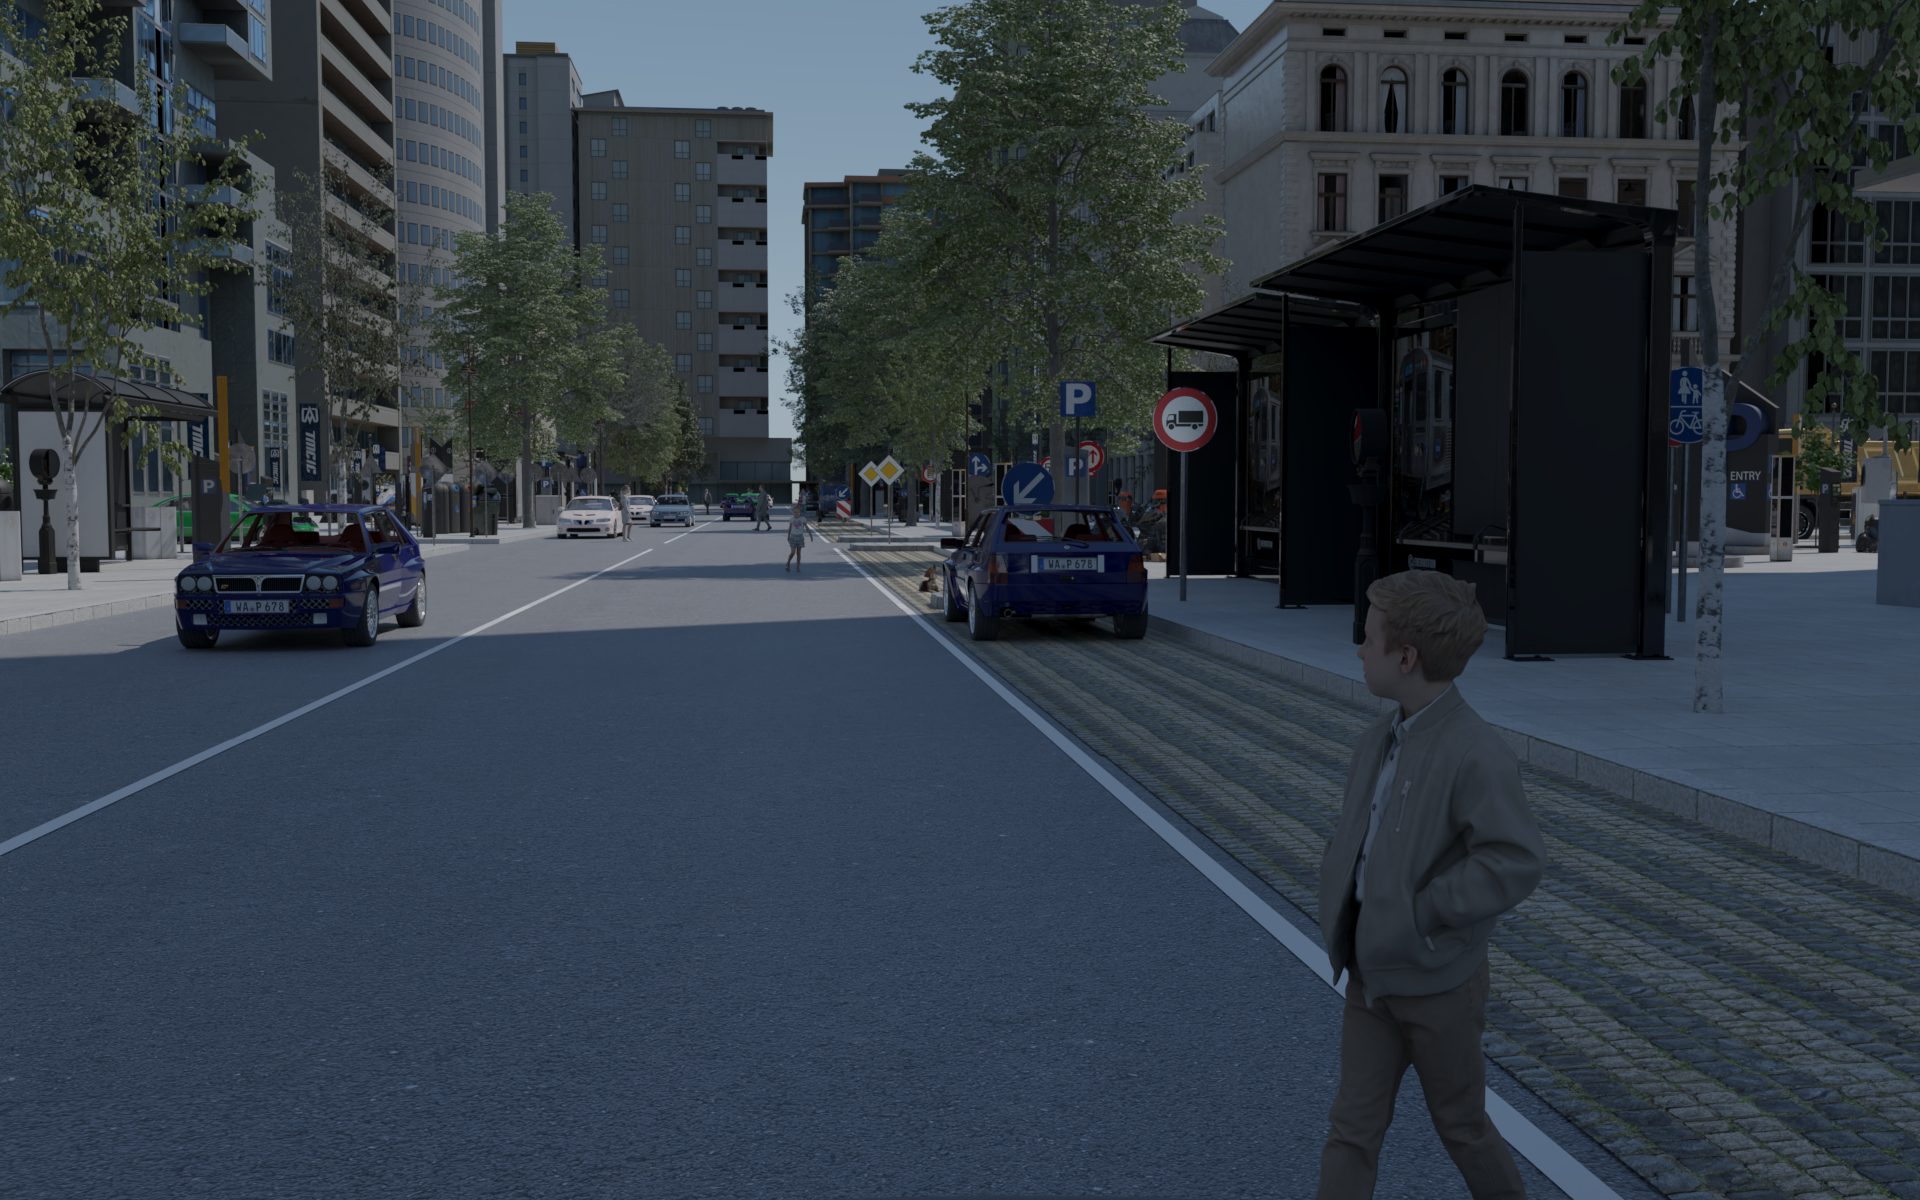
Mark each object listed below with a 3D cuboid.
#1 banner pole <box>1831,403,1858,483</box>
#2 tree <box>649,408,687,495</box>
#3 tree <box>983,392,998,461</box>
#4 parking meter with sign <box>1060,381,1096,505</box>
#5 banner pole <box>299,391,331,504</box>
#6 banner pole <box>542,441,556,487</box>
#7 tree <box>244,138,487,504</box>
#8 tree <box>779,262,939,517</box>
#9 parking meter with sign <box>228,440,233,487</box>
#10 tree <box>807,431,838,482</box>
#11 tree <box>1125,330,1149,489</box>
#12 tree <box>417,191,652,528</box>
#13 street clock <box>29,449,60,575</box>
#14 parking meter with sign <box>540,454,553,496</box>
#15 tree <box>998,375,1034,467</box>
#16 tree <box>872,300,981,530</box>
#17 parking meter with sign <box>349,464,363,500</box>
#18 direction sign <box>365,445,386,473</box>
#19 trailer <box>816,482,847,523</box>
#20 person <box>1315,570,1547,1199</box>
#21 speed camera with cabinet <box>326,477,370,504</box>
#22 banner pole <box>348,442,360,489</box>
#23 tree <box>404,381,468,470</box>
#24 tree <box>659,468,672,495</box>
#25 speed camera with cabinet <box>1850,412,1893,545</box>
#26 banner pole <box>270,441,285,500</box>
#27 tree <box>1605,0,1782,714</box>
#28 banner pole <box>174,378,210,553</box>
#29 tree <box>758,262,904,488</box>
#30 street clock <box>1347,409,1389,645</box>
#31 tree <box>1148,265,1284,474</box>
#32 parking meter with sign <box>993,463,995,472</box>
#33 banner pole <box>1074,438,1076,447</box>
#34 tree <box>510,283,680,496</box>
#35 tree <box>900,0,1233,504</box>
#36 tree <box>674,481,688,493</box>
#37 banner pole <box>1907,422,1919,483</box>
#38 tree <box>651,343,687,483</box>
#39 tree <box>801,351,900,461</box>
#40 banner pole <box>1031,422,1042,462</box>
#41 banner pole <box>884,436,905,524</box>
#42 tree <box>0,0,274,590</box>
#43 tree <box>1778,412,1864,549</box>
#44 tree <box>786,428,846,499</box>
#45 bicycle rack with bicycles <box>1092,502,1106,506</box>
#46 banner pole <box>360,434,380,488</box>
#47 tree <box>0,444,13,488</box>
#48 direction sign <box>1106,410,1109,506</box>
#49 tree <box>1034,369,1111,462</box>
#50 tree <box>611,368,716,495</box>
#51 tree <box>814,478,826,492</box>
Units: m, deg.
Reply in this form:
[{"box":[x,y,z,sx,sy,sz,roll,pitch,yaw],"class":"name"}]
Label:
[{"box":[24.279,-3.529,47.717,0.863,3.779,0.401,3,4,36],"class":"banner pole"},{"box":[-25.127,-12.014,146.791,4.737,8.622,4.395,0,3,0],"class":"tree"},{"box":[3.366,-10.306,118.862,4.360,8.622,3.978,0,3,0],"class":"tree"},{"box":[1.866,-1.920,27.645,0.543,3.016,1.738,0,4,3],"class":"parking meter with sign"},{"box":[-15.550,-3.177,41.960,0.863,3.779,0.401,-1,4,-21],"class":"banner pole"},{"box":[-18.976,-5.495,79.863,0.863,3.779,0.401,-3,5,-43],"class":"banner pole"},{"box":[-13.032,-5.302,37.057,4.360,8.622,3.978,0,3,0],"class":"tree"},{"box":[-5.143,-11.547,95.445,9.857,13.997,8.962,0,3,0],"class":"tree"},{"box":[-24.382,-3.642,55.800,1.738,3.016,0.543,-3,5,-44],"class":"parking meter with sign"},{"box":[-13.475,-13.823,176.373,4.360,8.622,3.978,0,3,0],"class":"tree"},{"box":[8.633,-7.536,73.568,4.360,8.622,3.978,0,3,0],"class":"tree"},{"box":[-16.246,-8.972,64.821,7.486,12.596,7.792,0,3,0],"class":"tree"},{"box":[-14.591,-1.412,27.652,0.358,2.002,0.471,0,4,5],"class":"street clock"},{"box":[-17.944,-4.818,75.039,0.543,3.016,1.738,-1,4,-10],"class":"parking meter with sign"},{"box":[4.693,-9.350,103.233,4.360,8.622,3.978,0,3,0],"class":"tree"},{"box":[-0.901,-6.842,62.221,4.737,8.622,4.395,0,3,0],"class":"tree"},{"box":[-34.943,-6.384,100.634,0.543,3.016,1.738,-3,5,-42],"class":"parking meter with sign"},{"box":[-26.870,-5.364,79.704,0.876,3.537,0.379,-1,4,-20],"class":"direction sign"},{"box":[-6.457,-4.851,86.360,1.471,1.999,3.904,0,4,-8],"class":"trailer"},{"box":[0.800,0.599,2.975,0.640,1.303,0.475,-2,4,-35],"class":"person"},{"box":[-30.613,-5.647,86.657,2.038,3.252,0.660,-2,4,-30],"class":"speed camera with cabinet"},{"box":[-29.135,-5.711,83.395,0.401,3.779,0.863,3,5,40],"class":"banner pole"},{"box":[-34.365,-10.016,114.120,4.737,8.622,4.395,0,3,0],"class":"tree"},{"box":[-28.085,-13.221,166.528,4.360,8.622,3.978,0,3,0],"class":"tree"},{"box":[22.436,-2.956,42.660,0.660,3.252,2.038,1,4,19],"class":"speed camera with cabinet"},{"box":[-31.949,-5.581,81.261,0.863,3.779,0.401,0,4,-2],"class":"banner pole"},{"box":[4.581,-3.634,9.773,4.737,8.622,4.395,0,3,0],"class":"tree"},{"box":[-16.698,-2.911,37.609,0.863,3.779,0.401,-3,5,-39],"class":"banner pole"},{"box":[-9.957,-17.500,142.008,12.611,20.169,13.585,0,3,0],"class":"tree"},{"box":[3.474,-0.624,14.765,0.358,2.002,0.471,0,4,2],"class":"street clock"},{"box":[8.927,-6.473,56.204,4.360,8.622,3.978,0,3,0],"class":"tree"},{"box":[2.736,-6.100,95.988,1.738,3.016,0.543,-1,4,-17],"class":"parking meter with sign"},{"box":[5.311,-5.334,77.221,0.863,3.779,0.401,-3,4,-37],"class":"banner pole"},{"box":[-21.094,-11.696,101.598,12.009,13.543,11.850,0,3,0],"class":"tree"},{"box":[1.731,-7.168,35.329,7.486,12.596,7.792,0,3,0],"class":"tree"},{"box":[-31.366,-12.233,194.618,1.663,3.219,1.824,0,3,0],"class":"tree"},{"box":[32.785,-4.276,59.935,0.863,3.779,0.401,2,4,25],"class":"banner pole"},{"box":[-22.424,-12.053,115.198,7.486,12.596,7.792,0,3,0],"class":"tree"},{"box":[-6.572,-11.594,115.311,9.928,11.665,9.643,0,3,0],"class":"tree"},{"box":[2.680,-4.287,60.101,0.401,3.779,0.863,2,4,31],"class":"banner pole"},{"box":[-2.852,-5.188,74.843,0.863,3.779,0.401,-1,4,-9],"class":"banner pole"},{"box":[-11.628,-4.431,22.816,4.737,8.622,4.395,0,3,0],"class":"tree"},{"box":[20.282,-2.852,41.230,1.663,3.219,1.824,0,3,0],"class":"tree"},{"box":[-15.900,-15.879,194.027,8.767,10.594,7.601,1,4,22],"class":"tree"},{"box":[5.870,-4.121,80.763,2.925,0.926,2.852,1,4,9],"class":"bicycle rack with bicycles"},{"box":[-24.639,-5.067,72.865,0.401,3.779,0.863,1,4,21],"class":"banner pole"},{"box":[-31.683,-3.808,56.856,1.663,3.219,1.824,0,3,0],"class":"tree"},{"box":[3.786,-3.206,44.423,0.379,3.537,0.876,0,4,8],"class":"direction sign"},{"box":[6.600,-8.875,95.461,4.360,8.622,3.978,0,3,0],"class":"tree"},{"box":[-26.715,-14.612,155.921,9.611,12.733,9.660,0,3,0],"class":"tree"},{"box":[-16.158,-12.675,201.837,1.663,3.219,1.824,0,3,0],"class":"tree"}]
